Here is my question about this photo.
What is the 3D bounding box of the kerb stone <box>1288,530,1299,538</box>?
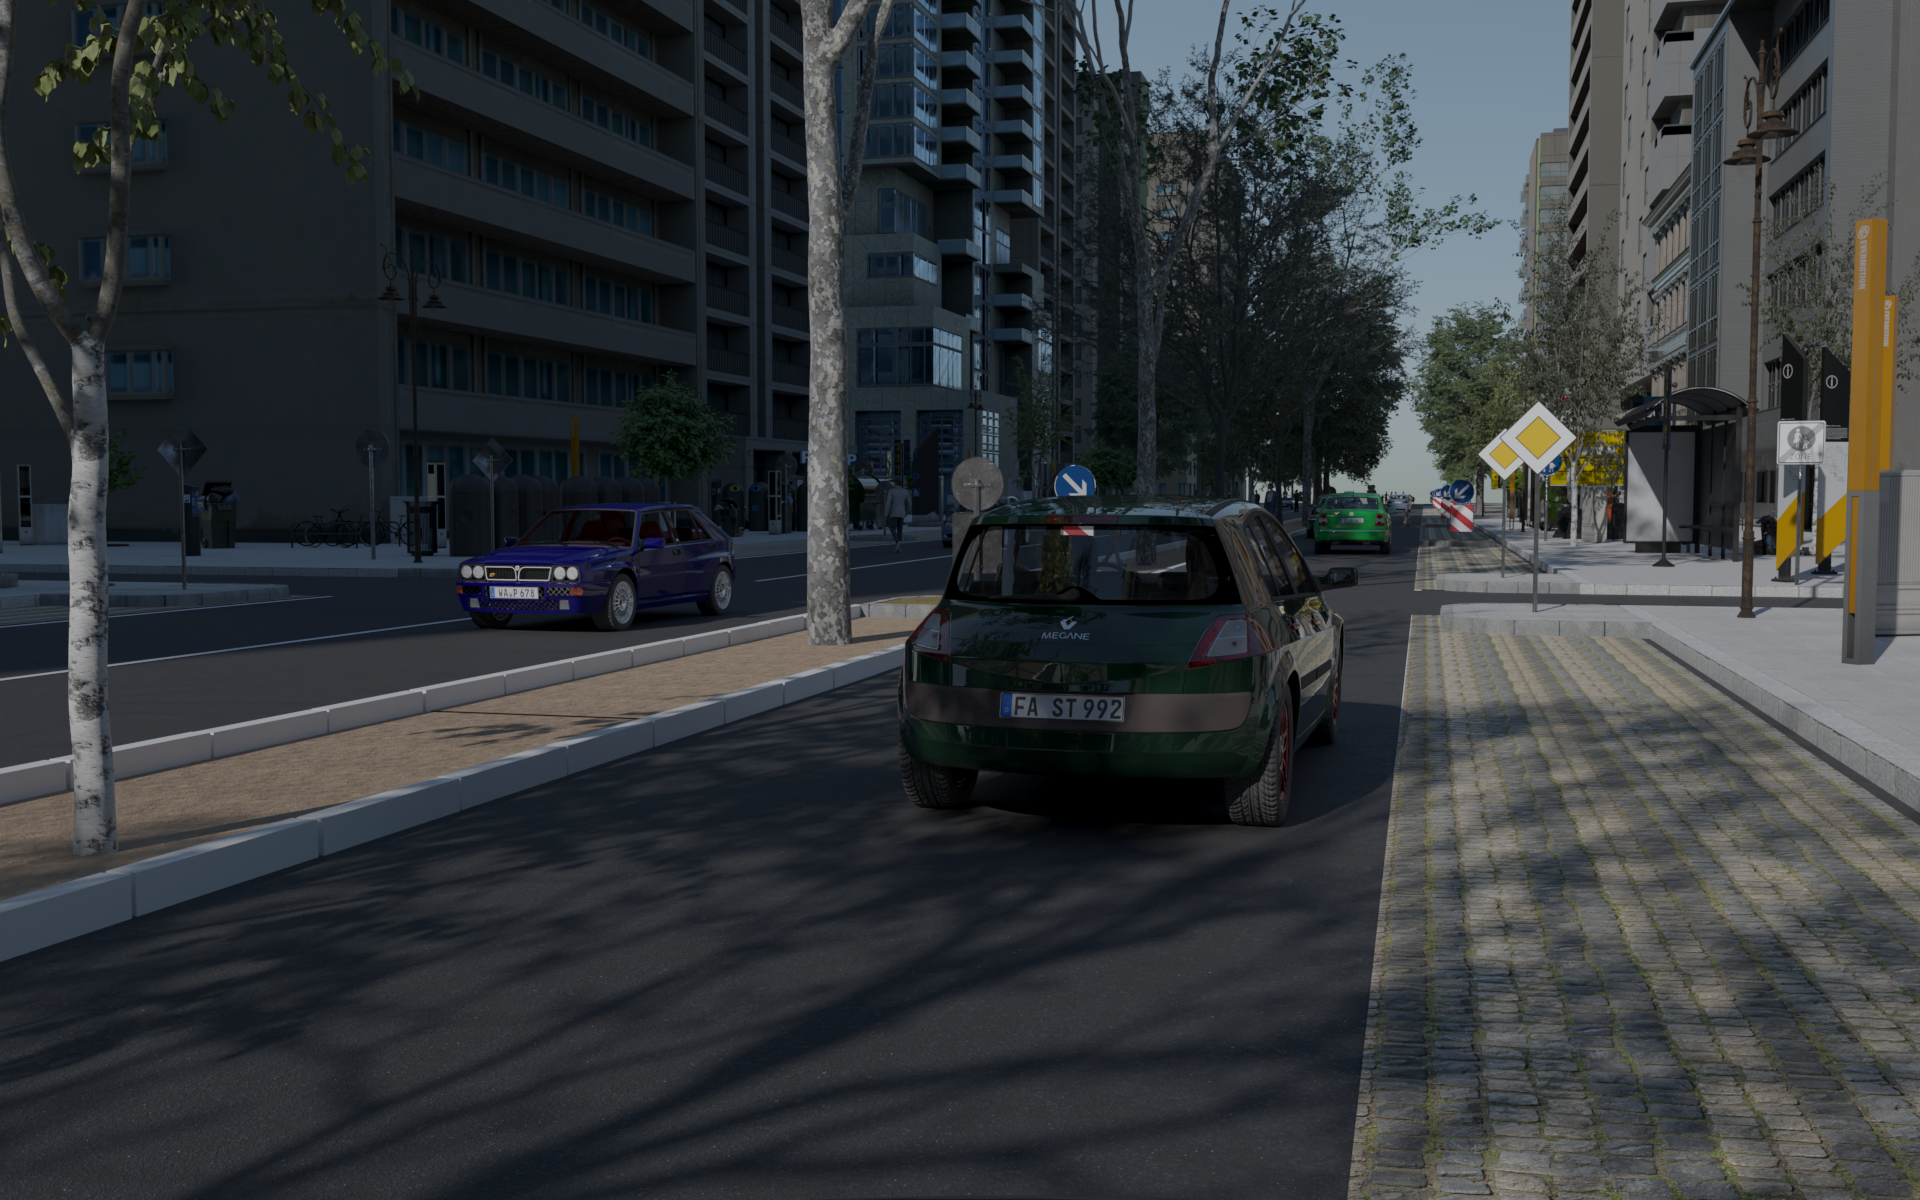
[{"bbox_3d":[11.232,-2.208,58.329,0.120,0.150,1.000,1,4,15],"label":"kerb stone"}]

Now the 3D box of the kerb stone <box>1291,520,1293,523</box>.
[{"bbox_3d":[15.853,-3.757,83.649,0.120,0.150,1.000,1,4,15],"label":"kerb stone"}]

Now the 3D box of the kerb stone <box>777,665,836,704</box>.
[{"bbox_3d":[-1.121,0.606,12.294,0.120,0.150,1.000,1,4,15],"label":"kerb stone"}]

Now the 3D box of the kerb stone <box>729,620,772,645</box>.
[{"bbox_3d":[-2.088,0.334,16.777,0.120,0.150,1.000,1,4,15],"label":"kerb stone"}]

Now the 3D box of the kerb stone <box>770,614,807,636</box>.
[{"bbox_3d":[-1.828,0.271,17.765,0.120,0.150,1.000,1,4,15],"label":"kerb stone"}]

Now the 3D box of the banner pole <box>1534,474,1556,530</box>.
[{"bbox_3d":[21.089,-4.428,62.414,0.863,3.779,0.401,-1,4,-8],"label":"banner pole"}]

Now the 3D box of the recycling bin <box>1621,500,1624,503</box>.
[{"bbox_3d":[30.288,-4.011,78.141,0.722,1.027,0.722,0,4,1],"label":"recycling bin"}]

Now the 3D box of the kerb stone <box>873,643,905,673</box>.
[{"bbox_3d":[-0.599,0.492,14.271,0.120,0.150,1.000,1,4,15],"label":"kerb stone"}]

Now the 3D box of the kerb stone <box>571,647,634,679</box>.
[{"bbox_3d":[-2.896,0.513,13.806,0.120,0.150,1.000,1,4,15],"label":"kerb stone"}]

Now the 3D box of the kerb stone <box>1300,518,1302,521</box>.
[{"bbox_3d":[17.447,-4.122,89.597,0.120,0.150,1.000,1,4,15],"label":"kerb stone"}]

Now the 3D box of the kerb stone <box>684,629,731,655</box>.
[{"bbox_3d":[-2.361,0.395,15.788,0.120,0.150,1.000,1,4,15],"label":"kerb stone"}]

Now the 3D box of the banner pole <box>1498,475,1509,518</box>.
[{"bbox_3d":[28.804,-6.215,91.631,0.863,3.779,0.401,-1,4,-15],"label":"banner pole"}]

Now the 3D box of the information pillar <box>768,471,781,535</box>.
[{"bbox_3d":[-5.836,-3.064,54.594,0.304,2.012,0.304,2,4,24],"label":"information pillar"}]

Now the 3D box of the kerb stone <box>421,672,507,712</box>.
[{"bbox_3d":[-3.421,0.634,11.827,0.120,0.150,1.000,1,4,15],"label":"kerb stone"}]

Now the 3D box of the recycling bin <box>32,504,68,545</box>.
[{"bbox_3d":[-23.237,-1.928,44.079,0.722,1.027,0.722,1,4,19],"label":"recycling bin"}]

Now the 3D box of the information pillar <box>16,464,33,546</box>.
[{"bbox_3d":[-23.304,-2.365,43.164,0.304,2.012,0.304,-2,4,-31],"label":"information pillar"}]

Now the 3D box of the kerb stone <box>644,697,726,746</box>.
[{"bbox_3d":[-1.658,0.728,10.319,0.120,0.150,1.000,1,4,15],"label":"kerb stone"}]

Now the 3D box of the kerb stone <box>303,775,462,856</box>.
[{"bbox_3d":[-2.447,0.909,7.353,0.120,0.150,1.000,1,4,15],"label":"kerb stone"}]

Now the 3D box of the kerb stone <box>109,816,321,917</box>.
[{"bbox_3d":[-2.719,0.968,6.363,0.120,0.150,1.000,1,4,15],"label":"kerb stone"}]

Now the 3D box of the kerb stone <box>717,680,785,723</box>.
[{"bbox_3d":[-1.391,0.666,11.305,0.120,0.150,1.000,1,4,15],"label":"kerb stone"}]

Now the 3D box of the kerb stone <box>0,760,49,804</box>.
[{"bbox_3d":[-4.487,0.877,7.862,0.120,0.150,1.000,1,4,15],"label":"kerb stone"}]

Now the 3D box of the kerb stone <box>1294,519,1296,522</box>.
[{"bbox_3d":[16.388,-3.879,85.634,0.120,0.150,1.000,1,4,15],"label":"kerb stone"}]

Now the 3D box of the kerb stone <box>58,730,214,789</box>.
[{"bbox_3d":[-4.217,0.816,8.848,0.120,0.150,1.000,1,4,15],"label":"kerb stone"}]

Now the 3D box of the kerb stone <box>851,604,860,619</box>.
[{"bbox_3d":[-1.300,0.156,19.749,0.120,0.150,1.000,1,4,15],"label":"kerb stone"}]

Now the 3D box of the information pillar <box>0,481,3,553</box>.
[{"bbox_3d":[-20.975,-2.021,37.538,0.304,2.012,0.304,-3,5,-39],"label":"information pillar"}]

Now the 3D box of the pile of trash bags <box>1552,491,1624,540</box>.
[{"bbox_3d":[18.116,-2.424,49.381,1.912,1.369,3.447,1,4,9],"label":"pile of trash bags"}]

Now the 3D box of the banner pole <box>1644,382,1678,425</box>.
[{"bbox_3d":[15.781,-2.993,38.945,0.863,3.779,0.401,2,4,29],"label":"banner pole"}]

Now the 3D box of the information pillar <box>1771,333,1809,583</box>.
[{"bbox_3d":[12.037,-2.062,25.064,0.183,3.616,0.504,-1,4,-12],"label":"information pillar"}]

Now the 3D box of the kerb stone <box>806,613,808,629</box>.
[{"bbox_3d":[-1.550,0.210,18.757,0.120,0.150,1.000,1,4,15],"label":"kerb stone"}]

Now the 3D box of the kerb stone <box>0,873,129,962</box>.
[{"bbox_3d":[-2.982,1.029,5.375,0.120,0.150,1.000,1,4,15],"label":"kerb stone"}]

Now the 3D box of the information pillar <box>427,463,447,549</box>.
[{"bbox_3d":[-12.350,-2.226,40.892,0.304,2.012,0.304,2,4,32],"label":"information pillar"}]

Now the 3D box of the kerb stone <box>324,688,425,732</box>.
[{"bbox_3d":[-3.692,0.697,10.831,0.120,0.150,1.000,1,4,15],"label":"kerb stone"}]

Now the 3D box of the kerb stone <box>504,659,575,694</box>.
[{"bbox_3d":[-3.159,0.574,12.815,0.120,0.150,1.000,1,4,15],"label":"kerb stone"}]

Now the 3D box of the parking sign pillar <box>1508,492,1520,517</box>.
[{"bbox_3d":[31.018,-6.581,96.069,1.447,3.967,1.447,0,4,6],"label":"parking sign pillar"}]

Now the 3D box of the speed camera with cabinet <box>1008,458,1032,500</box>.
[{"bbox_3d":[3.541,-6.250,96.527,0.660,3.252,2.038,3,5,42],"label":"speed camera with cabinet"}]

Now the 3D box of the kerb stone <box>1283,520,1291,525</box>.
[{"bbox_3d":[15.592,-3.698,82.661,0.120,0.150,1.000,1,4,15],"label":"kerb stone"}]

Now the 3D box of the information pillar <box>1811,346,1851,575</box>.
[{"bbox_3d":[13.888,-2.215,27.573,0.504,3.616,0.183,-1,4,-11],"label":"information pillar"}]

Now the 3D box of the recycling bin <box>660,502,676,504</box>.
[{"bbox_3d":[-9.286,-2.519,53.742,0.722,1.027,0.722,1,4,18],"label":"recycling bin"}]

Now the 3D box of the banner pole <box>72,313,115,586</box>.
[{"bbox_3d":[-12.002,-2.068,23.834,0.401,3.779,0.863,0,4,-4],"label":"banner pole"}]

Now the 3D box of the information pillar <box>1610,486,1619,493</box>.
[{"bbox_3d":[31.658,-4.854,83.849,0.304,2.012,0.304,-1,4,-13],"label":"information pillar"}]

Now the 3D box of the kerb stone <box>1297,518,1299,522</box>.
[{"bbox_3d":[16.918,-4.001,87.612,0.120,0.150,1.000,1,4,15],"label":"kerb stone"}]

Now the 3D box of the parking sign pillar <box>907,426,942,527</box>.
[{"bbox_3d":[-1.361,-4.872,68.133,1.447,3.967,1.447,2,4,33],"label":"parking sign pillar"}]

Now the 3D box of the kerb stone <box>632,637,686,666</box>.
[{"bbox_3d":[-2.626,0.453,14.797,0.120,0.150,1.000,1,4,15],"label":"kerb stone"}]

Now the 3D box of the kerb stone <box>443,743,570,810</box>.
[{"bbox_3d":[-2.187,0.847,8.343,0.120,0.150,1.000,1,4,15],"label":"kerb stone"}]

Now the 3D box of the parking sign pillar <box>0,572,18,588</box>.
[{"bbox_3d":[-13.730,-2.150,23.621,1.447,3.967,1.447,-1,4,-13],"label":"parking sign pillar"}]

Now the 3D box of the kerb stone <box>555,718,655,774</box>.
[{"bbox_3d":[-1.927,0.787,9.332,0.120,0.150,1.000,1,4,15],"label":"kerb stone"}]

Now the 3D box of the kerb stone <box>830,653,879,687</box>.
[{"bbox_3d":[-0.854,0.545,13.281,0.120,0.150,1.000,1,4,15],"label":"kerb stone"}]

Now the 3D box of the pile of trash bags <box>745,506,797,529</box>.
[{"bbox_3d":[-6.849,-3.333,64.246,1.912,1.369,3.447,3,4,38],"label":"pile of trash bags"}]

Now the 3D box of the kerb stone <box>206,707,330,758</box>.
[{"bbox_3d":[-3.955,0.760,9.843,0.120,0.150,1.000,1,4,15],"label":"kerb stone"}]

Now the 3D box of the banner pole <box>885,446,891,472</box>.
[{"bbox_3d":[-3.707,-6.062,89.134,0.401,3.779,0.863,-2,4,-28],"label":"banner pole"}]
